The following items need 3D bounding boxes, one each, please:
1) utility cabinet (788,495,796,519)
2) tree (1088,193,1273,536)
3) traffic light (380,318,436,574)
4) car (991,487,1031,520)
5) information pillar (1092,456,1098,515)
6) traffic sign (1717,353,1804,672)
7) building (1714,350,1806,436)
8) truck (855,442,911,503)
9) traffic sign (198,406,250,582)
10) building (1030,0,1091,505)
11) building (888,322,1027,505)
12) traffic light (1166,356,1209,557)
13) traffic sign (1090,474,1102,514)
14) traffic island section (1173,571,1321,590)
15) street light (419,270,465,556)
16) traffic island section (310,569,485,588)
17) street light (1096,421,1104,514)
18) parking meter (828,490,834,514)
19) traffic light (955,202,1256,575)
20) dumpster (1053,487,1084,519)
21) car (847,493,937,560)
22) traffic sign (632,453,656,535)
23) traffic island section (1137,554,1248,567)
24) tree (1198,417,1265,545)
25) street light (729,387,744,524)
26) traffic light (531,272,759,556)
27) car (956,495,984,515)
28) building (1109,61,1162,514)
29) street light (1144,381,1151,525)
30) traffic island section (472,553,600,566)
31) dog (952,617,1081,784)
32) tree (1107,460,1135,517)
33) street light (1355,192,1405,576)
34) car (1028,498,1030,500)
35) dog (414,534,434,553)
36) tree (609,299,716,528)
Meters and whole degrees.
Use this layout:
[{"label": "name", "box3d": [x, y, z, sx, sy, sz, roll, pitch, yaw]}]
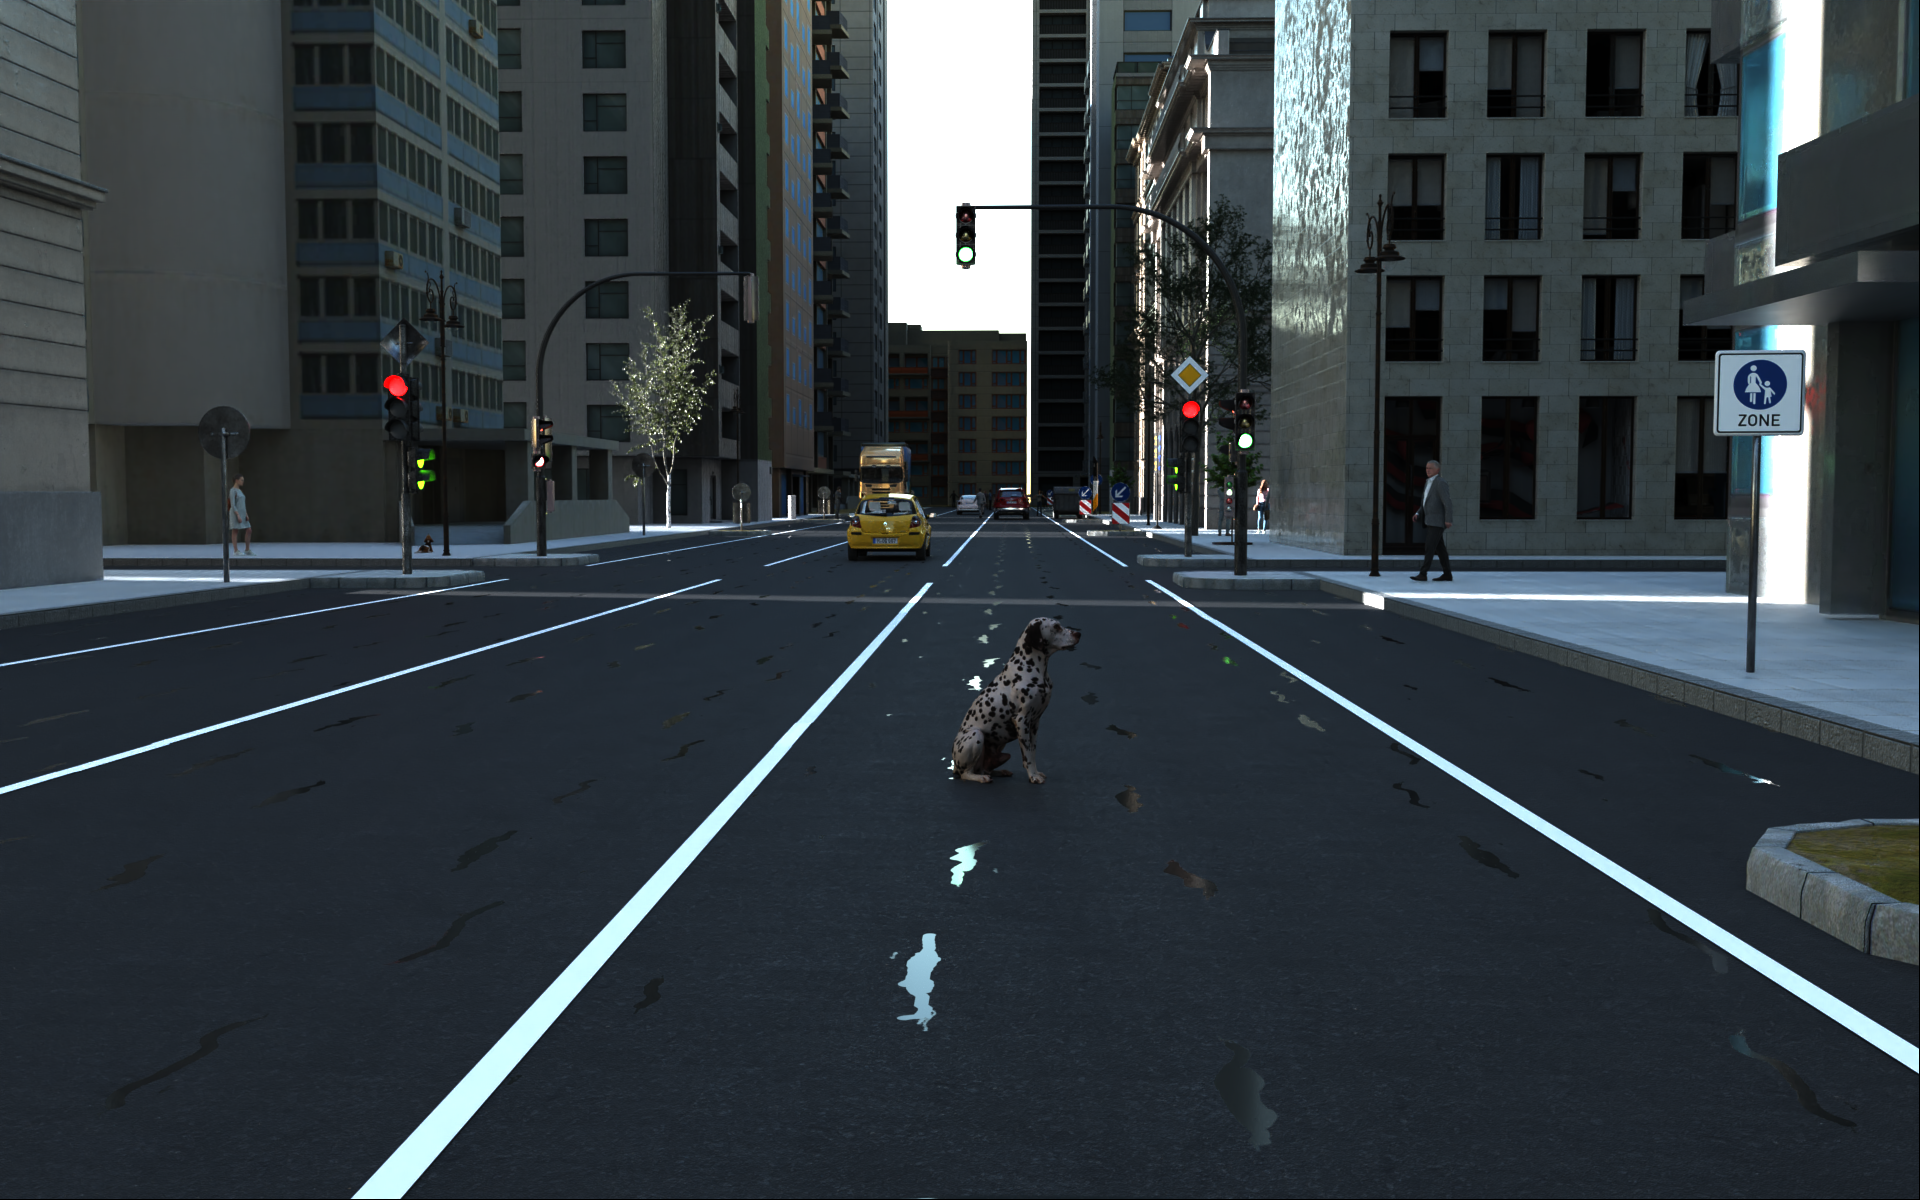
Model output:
[{"label": "utility cabinet", "box3d": [-8.673, -4.785, 89.392, 0.306, 1.237, 1.020, -1, 4, -13]}, {"label": "tree", "box3d": [7.548, -7.263, 53.169, 7.601, 10.594, 8.767, -1, 4, -19]}, {"label": "traffic light", "box3d": [-8.846, -2.369, 27.659, 0.839, 4.253, 0.868, 0, 4, 2]}, {"label": "car", "box3d": [2.928, -5.532, 99.129, 2.281, 1.827, 5.304, 0, 4, 1]}, {"label": "information pillar", "box3d": [8.360, -7.068, 106.920, 0.183, 3.616, 0.504, -2, 4, -25]}, {"label": "traffic sign", "box3d": [5.689, -0.628, 12.397, 0.606, 2.300, 0.079, 0, 4, 8]}, {"label": "building", "box3d": [68.205, -35.464, 169.070, 27.495, 52.752, 28.713, 0, 4, 2]}, {"label": "truck", "box3d": [-4.127, -6.562, 96.203, 2.839, 4.237, 11.283, 0, 4, 0]}, {"label": "traffic sign", "box3d": [-10.655, -1.528, 25.090, 0.768, 2.556, 0.104, 0, 4, 2]}, {"label": "building", "box3d": [18.598, -46.733, 202.331, 20.611, 71.187, 20.563, 0, 4, 2]}, {"label": "building", "box3d": [-6.470, -22.284, 209.385, 28.899, 21.520, 27.650, 0, 4, 2]}, {"label": "traffic light", "box3d": [4.641, -2.835, 35.275, 0.839, 4.253, 0.868, 0, 4, 2]}, {"label": "traffic sign", "box3d": [8.452, -6.565, 107.451, 0.768, 2.556, 0.104, 0, 4, 6]}, {"label": "traffic island section", "box3d": [4.450, -0.313, 27.406, 2.009, 0.180, 2.903, 0, 4, 2]}, {"label": "street light", "box3d": [-10.709, -3.863, 35.945, 0.468, 5.910, 1.993, 0, 4, 2]}, {"label": "traffic island section", "box3d": [-8.886, -0.337, 27.795, 2.009, 0.180, 2.903, 0, 4, 2]}, {"label": "street light", "box3d": [8.895, -8.383, 109.851, 0.468, 5.910, 1.993, 0, 4, 2]}, {"label": "parking meter", "box3d": [-8.119, -6.168, 109.259, 0.372, 1.533, 0.369, 0, 3, 0]}, {"label": "traffic light", "box3d": [2.316, -3.214, 27.212, 4.771, 5.953, 1.251, 0, 4, 2]}, {"label": "dumpster", "box3d": [6.297, -5.648, 100.567, 1.865, 1.857, 1.264, 0, 3, 0]}, {"label": "car", "box3d": [-1.548, -1.749, 38.819, 2.015, 1.641, 3.980, 0, 4, 1]}, {"label": "traffic sign", "box3d": [-9.810, -3.277, 53.680, 0.768, 2.556, 0.104, 1, 4, 10]}, {"label": "traffic island section", "box3d": [4.681, -0.802, 35.387, 2.009, 0.180, 2.903, 0, 4, 2]}, {"label": "tree", "box3d": [6.796, -3.018, 43.938, 1.663, 3.219, 1.824, 0, 3, 0]}, {"label": "street light", "box3d": [-9.620, -6.250, 74.968, 0.468, 5.910, 1.993, 0, 4, 2]}, {"label": "traffic light", "box3d": [-6.522, -3.728, 35.616, 4.771, 5.953, 1.251, 0, 4, 2]}, {"label": "car", "box3d": [0.754, -6.706, 122.002, 2.083, 1.381, 4.827, 0, 4, 2]}, {"label": "building", "box3d": [17.285, -21.263, 119.358, 14.160, 30.474, 14.107, 0, 4, 2]}, {"label": "street light", "box3d": [7.738, -6.005, 70.965, 0.468, 5.910, 1.993, 0, 4, 2]}, {"label": "traffic island section", "box3d": [-8.655, -0.825, 35.777, 2.009, 0.180, 2.903, 0, 4, 2]}, {"label": "dog", "box3d": [0.181, 0.491, 8.817, 0.513, 0.831, 0.800, -2, 4, -32]}, {"label": "tree", "box3d": [8.975, -6.226, 96.398, 1.663, 3.219, 1.824, 0, 3, 0]}, {"label": "street light", "box3d": [6.477, -3.308, 26.869, 0.468, 5.910, 1.993, 0, 4, 2]}, {"label": "car", "box3d": [5.115, -8.599, 152.399, 2.131, 1.459, 4.920, 0, 4, 1]}, {"label": "dog", "box3d": [-11.770, -1.235, 37.934, 0.550, 0.427, 0.748, 3, 5, 40]}, {"label": "tree", "box3d": [-11.137, -7.055, 65.712, 4.360, 8.622, 3.978, 0, 3, 0]}]
